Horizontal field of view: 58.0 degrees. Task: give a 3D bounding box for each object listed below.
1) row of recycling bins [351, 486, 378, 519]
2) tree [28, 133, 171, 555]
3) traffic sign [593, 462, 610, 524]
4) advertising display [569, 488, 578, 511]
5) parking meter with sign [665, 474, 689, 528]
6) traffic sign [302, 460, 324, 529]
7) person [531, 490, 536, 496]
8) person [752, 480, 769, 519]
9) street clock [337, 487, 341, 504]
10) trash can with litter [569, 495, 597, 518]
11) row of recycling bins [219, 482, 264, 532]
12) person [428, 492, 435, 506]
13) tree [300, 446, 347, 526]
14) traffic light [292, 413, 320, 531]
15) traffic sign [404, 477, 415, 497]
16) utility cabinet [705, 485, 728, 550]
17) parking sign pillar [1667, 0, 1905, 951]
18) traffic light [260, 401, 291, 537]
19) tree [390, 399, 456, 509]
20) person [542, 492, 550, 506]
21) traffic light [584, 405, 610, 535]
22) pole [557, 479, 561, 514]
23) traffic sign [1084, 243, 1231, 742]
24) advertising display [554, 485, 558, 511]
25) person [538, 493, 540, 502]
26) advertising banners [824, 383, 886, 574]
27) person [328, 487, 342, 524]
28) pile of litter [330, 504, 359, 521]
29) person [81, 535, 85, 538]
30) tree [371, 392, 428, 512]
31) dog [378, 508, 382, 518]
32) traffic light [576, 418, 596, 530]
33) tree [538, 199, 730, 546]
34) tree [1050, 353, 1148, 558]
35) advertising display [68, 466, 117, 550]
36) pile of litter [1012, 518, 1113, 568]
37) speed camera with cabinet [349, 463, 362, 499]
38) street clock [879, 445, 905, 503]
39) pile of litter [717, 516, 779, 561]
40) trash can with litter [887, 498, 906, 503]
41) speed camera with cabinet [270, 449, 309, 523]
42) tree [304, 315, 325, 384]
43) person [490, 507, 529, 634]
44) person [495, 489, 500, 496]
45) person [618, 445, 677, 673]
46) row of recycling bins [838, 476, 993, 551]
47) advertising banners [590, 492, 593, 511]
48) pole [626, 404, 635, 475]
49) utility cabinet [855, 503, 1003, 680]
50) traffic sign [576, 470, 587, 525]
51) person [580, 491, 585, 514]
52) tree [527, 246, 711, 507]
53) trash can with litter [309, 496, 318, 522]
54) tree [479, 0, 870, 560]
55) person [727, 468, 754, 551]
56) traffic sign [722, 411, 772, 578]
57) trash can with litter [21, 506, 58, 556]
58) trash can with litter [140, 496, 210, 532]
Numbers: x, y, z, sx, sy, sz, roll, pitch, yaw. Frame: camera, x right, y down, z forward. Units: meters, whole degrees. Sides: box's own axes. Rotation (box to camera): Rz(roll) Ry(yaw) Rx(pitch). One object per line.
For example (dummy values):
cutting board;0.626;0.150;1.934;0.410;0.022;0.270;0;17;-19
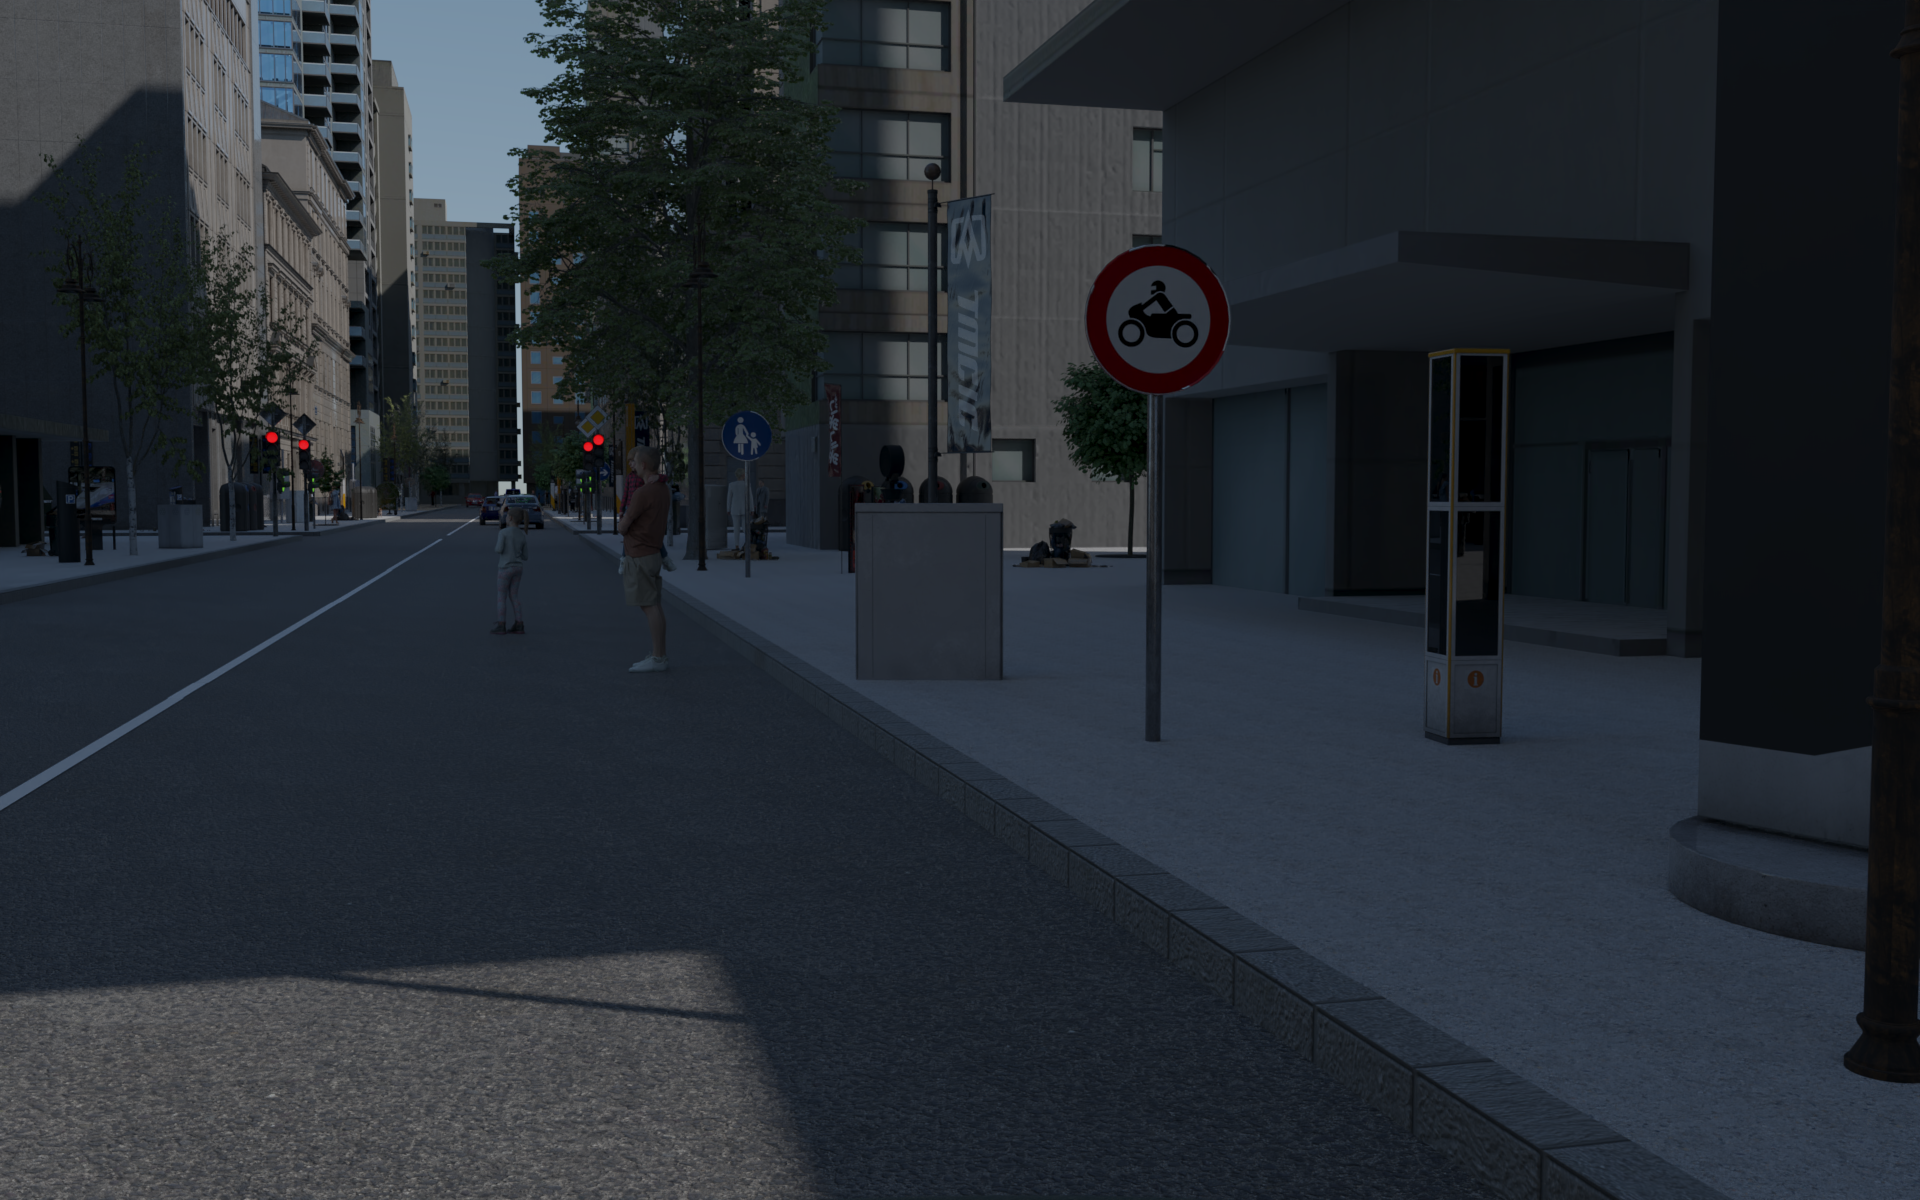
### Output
row of recycling bins;-31.520;-5.181;91.816;1.069;1.692;3.534;-1;4;-10
tree;-17.141;-5.241;36.052;4.737;8.622;4.395;0;3;0
traffic sign;-13.808;-4.064;66.549;0.768;2.556;0.104;0;4;-5
advertising display;-28.777;-7.547;128.603;0.123;1.923;0.974;3;5;42
parking meter with sign;-11.082;-4.215;65.174;1.738;3.016;0.543;1;4;9
traffic sign;-23.817;-3.897;63.825;0.768;2.556;0.104;-1;4;-10
person;-35.491;-8.274;144.309;0.617;1.759;0.750;-2;4;-31
person;-7.418;-3.563;64.402;0.694;1.812;0.767;2;4;31
street clock;-34.601;-5.633;96.673;0.471;2.002;0.358;1;4;14
trash can with litter;-20.493;-5.159;95.413;1.678;1.210;2.233;-1;4;-9
row of recycling bins;-25.148;-3.270;60.570;1.069;1.692;3.534;-1;4;-10
person;-58.450;-11.365;191.824;0.705;1.831;1.348;1;4;18
tree;-25.691;-4.636;70.402;1.663;3.219;1.824;0;3;0
traffic light;-22.673;-4.349;60.032;0.839;4.253;0.868;-1;4;-14
traffic sign;-41.336;-7.953;130.132;0.768;2.556;0.104;0;4;-8
utility cabinet;-5.717;-1.913;39.964;0.318;1.500;1.173;1;4;14
parking sign pillar;2.988;-1.028;5.288;1.447;3.967;1.447;-2;4;-30
traffic light;-20.691;-3.876;52.296;0.839;4.253;0.868;-1;4;-14
tree;-42.072;-11.170;132.999;4.360;8.622;3.978;0;3;0
person;-43.541;-10.770;182.648;1.217;1.766;0.721;-1;4;-10
traffic light;-11.432;-4.022;54.676;0.839;4.253;0.868;-1;4;-14
pole;-25.734;-7.176;111.162;0.158;3.312;0.155;0;3;0
traffic sign;1.004;-0.540;8.928;0.768;2.556;0.104;-1;4;-8
advertising display;-29.788;-7.581;129.158;0.974;1.923;0.123;1;4;13
person;-49.479;-11.878;203.512;0.557;1.426;1.065;-1;4;-18
advertising banners;-1.674;-1.957;28.188;0.090;3.025;2.074;2;4;26
person;-27.131;-4.213;75.015;0.778;1.811;0.616;3;5;45
pile of litter;-29.879;-4.281;83.961;1.176;0.858;1.719;-3;5;-44
person;-24.884;-2.658;49.599;0.778;1.811;0.616;1;4;22
tree;-40.604;-10.719;125.610;4.737;8.622;4.395;0;3;0
dog;-31.756;-4.773;94.870;0.540;0.507;0.406;2;4;28
traffic light;-13.414;-4.495;62.412;0.839;4.253;0.868;-1;4;-14
tree;-7.295;-5.612;42.111;4.360;8.622;3.978;0;3;0
tree;3.413;-3.147;35.165;4.285;4.588;4.351;0;3;0
advertising display;-19.848;-2.106;39.643;0.974;1.923;0.123;-2;4;-27
pile of litter;1.819;-1.009;30.464;1.719;0.858;1.176;1;4;16
speed camera with cabinet;-38.472;-7.161;111.412;2.038;3.252;0.660;3;5;39
street clock;-1.005;-1.288;25.631;0.358;2.002;0.471;-2;4;-24
pile of litter;-4.181;-1.231;34.084;1.176;0.858;1.719;-1;4;-18
trash can with litter;-4.370;-5.700;104.259;1.678;1.210;2.233;1;4;22
speed camera with cabinet;-29.806;-5.054;76.961;0.660;3.252;2.038;1;4;14
tree;-19.796;-5.920;47.158;4.737;8.622;4.395;0;3;0
person;-4.631;-0.304;17.746;0.394;1.301;0.425;1;4;17
person;-39.729;-8.601;148.995;0.599;1.838;0.709;-1;4;-8
person;-2.557;-0.345;14.121;0.573;1.828;0.580;-3;5;-41
row of recycling bins;-1.014;-1.970;39.327;3.534;1.692;1.069;-1;4;-12
advertising banners;-27.444;-8.125;129.031;0.090;3.025;2.074;-2;4;-23
pole;-7.439;-2.771;39.150;0.158;3.312;0.155;0;3;0
utility cabinet;-0.209;-0.054;12.050;1.020;1.237;0.306;0;4;1
traffic sign;-15.811;-4.320;72.769;0.606;2.300;0.079;-1;4;-13
person;-24.503;-6.521;112.766;0.635;1.810;0.391;0;4;-4
tree;-8.920;-6.039;49.101;4.737;8.622;4.395;0;3;0
trash can with litter;-29.935;-4.145;79.162;0.624;1.170;1.055;2;4;25
tree;-5.395;-7.084;33.943;7.486;12.596;7.792;0;3;0
person;-4.695;-1.915;37.224;0.514;1.842;0.818;-2;4;-28
traffic sign;-3.261;-1.619;26.573;0.768;2.556;0.104;0;4;-5
trash can with litter;-18.825;-1.491;35.771;1.055;1.170;0.624;0;4;-8
trash can with litter;-27.085;-2.980;59.773;2.233;1.210;1.678;-2;4;-26
